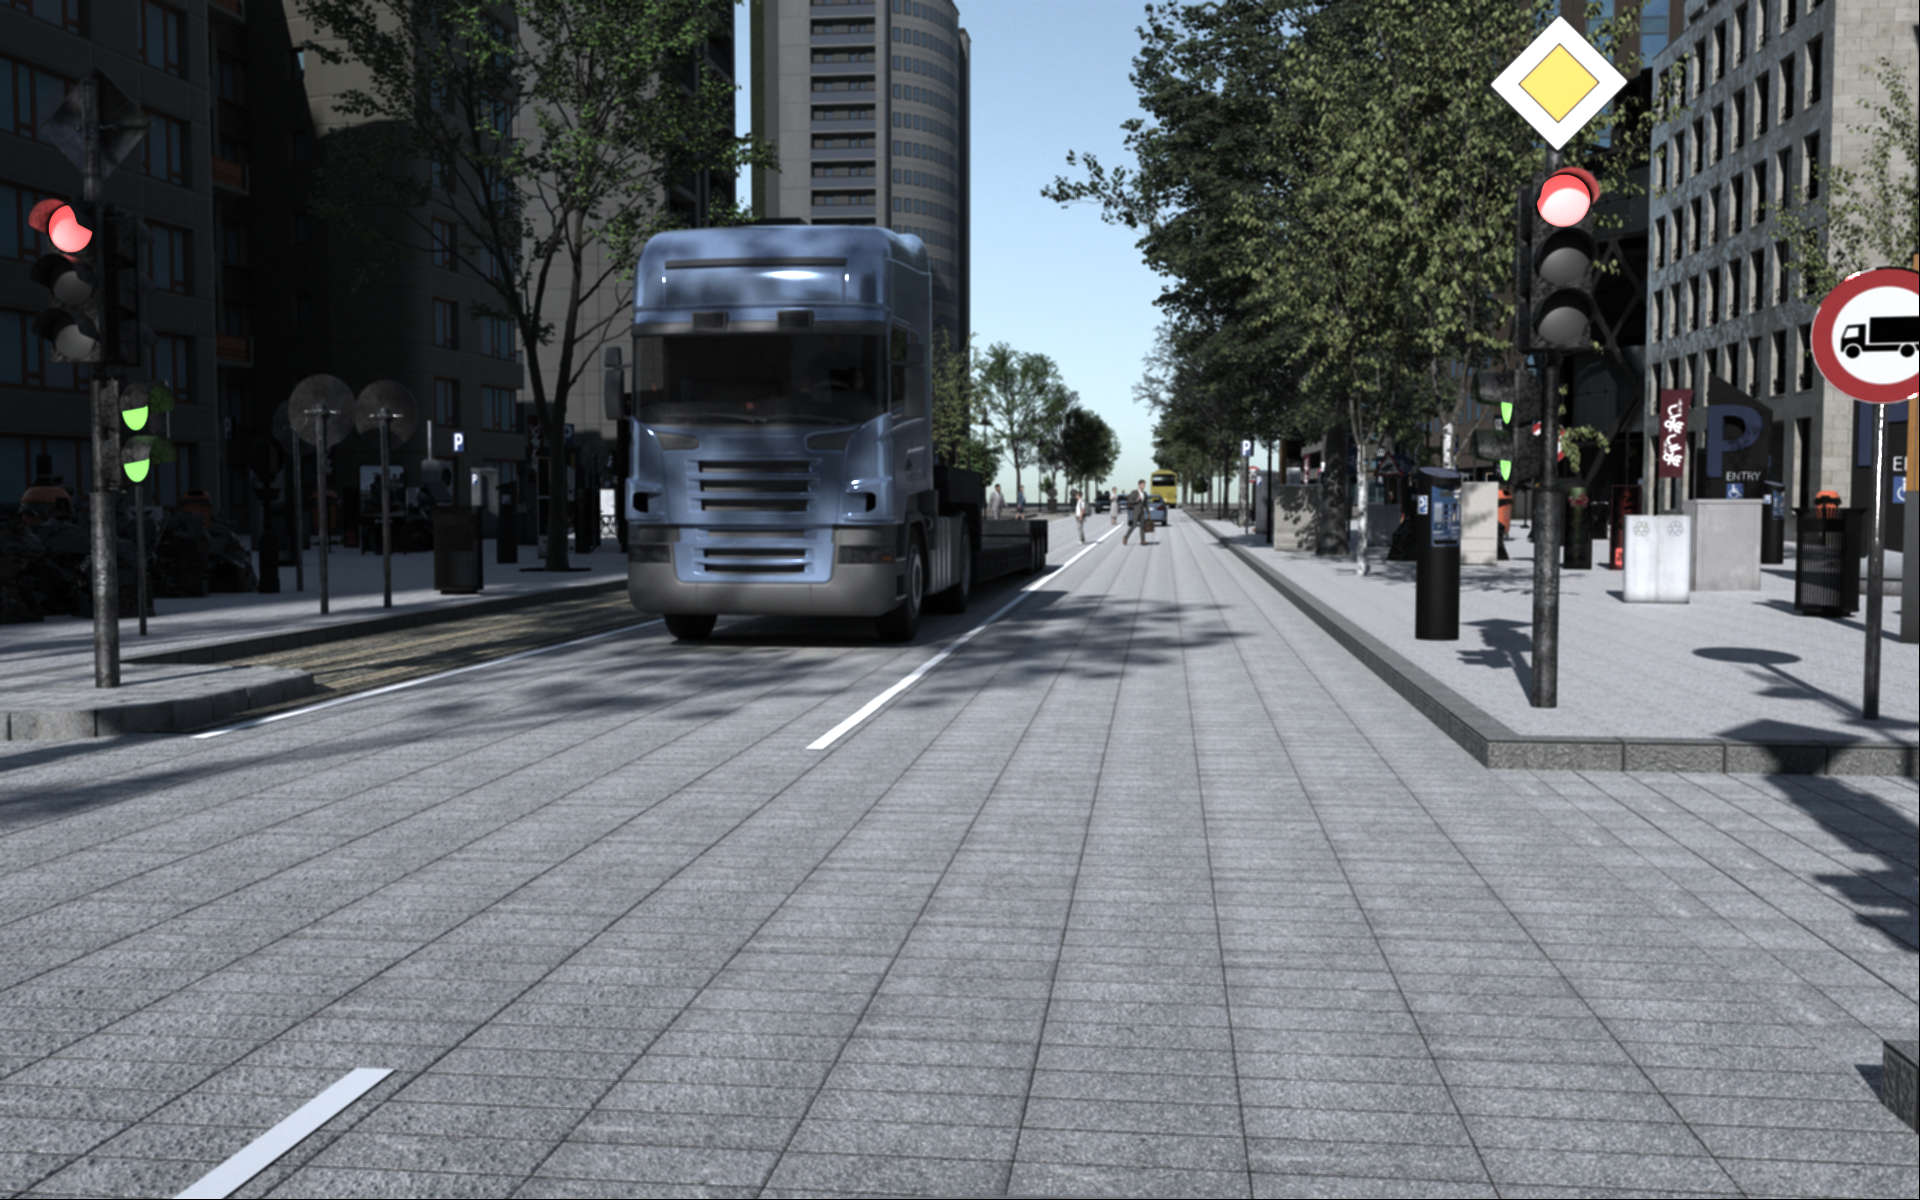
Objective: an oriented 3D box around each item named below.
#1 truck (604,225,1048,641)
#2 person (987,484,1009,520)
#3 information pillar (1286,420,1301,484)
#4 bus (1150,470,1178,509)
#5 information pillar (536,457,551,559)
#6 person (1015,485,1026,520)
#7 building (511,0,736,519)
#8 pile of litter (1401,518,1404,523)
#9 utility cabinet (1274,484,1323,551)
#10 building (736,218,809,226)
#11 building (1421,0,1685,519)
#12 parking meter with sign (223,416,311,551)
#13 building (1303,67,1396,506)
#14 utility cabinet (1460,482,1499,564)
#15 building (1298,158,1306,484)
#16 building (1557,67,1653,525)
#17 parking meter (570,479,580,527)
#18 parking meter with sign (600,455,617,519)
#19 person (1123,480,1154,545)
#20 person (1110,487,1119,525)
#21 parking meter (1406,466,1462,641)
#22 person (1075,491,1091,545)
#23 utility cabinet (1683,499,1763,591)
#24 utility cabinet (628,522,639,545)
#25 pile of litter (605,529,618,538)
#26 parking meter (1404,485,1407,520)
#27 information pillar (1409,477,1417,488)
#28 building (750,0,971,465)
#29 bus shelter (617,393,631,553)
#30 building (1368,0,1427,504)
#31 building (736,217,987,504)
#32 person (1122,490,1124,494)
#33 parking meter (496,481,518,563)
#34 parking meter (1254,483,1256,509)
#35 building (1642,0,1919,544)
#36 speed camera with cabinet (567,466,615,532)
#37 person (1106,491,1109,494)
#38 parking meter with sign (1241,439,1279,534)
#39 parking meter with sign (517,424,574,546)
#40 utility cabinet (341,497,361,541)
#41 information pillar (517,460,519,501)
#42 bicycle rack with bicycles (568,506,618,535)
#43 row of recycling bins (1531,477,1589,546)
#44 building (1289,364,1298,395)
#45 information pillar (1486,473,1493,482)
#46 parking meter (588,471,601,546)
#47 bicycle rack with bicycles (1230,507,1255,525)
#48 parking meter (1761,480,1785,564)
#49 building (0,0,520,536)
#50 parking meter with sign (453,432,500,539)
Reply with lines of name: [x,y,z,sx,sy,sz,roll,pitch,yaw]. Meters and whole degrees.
truck: [-0.724,-2.088,23.892,2.967,4.110,18.799,0,4,7]
person: [1.331,-3.270,62.231,0.678,1.792,0.850,-2,4,-32]
information pillar: [10.335,-3.820,53.816,0.504,3.616,0.183,1,4,23]
bus: [20.582,-11.214,174.888,2.896,3.916,12.252,0,4,7]
information pillar: [-8.217,-1.835,34.488,0.304,2.012,0.304,1,4,12]
person: [2.725,-4.230,77.678,0.581,1.822,0.654,-3,5,-43]
building: [-21.745,-40.349,97.960,20.563,71.187,20.611,0,4,7]
pile of litter: [18.062,-3.559,72.147,1.719,0.858,1.176,0,4,-3]
utility cabinet: [7.599,-1.847,38.872,0.318,1.500,1.173,-3,5,-41]
building: [-22.050,-17.092,124.489,27.650,21.520,28.899,0,4,7]
building: [36.909,-27.966,107.351,14.600,45.320,14.200,0,4,7]
parking meter with sign: [-15.681,-2.630,39.255,1.738,3.016,0.543,-3,5,-42]
building: [50.417,-34.803,192.733,21.300,48.544,21.600,0,4,7]
utility cabinet: [9.129,-1.388,31.371,1.173,1.500,0.318,1,4,17]
building: [53.528,-36.109,214.077,21.300,48.544,21.600,0,4,7]
building: [33.912,-12.623,73.837,16.820,18.784,16.811,0,4,7]
parking meter: [-14.812,-3.723,66.583,0.399,1.863,0.255,0,4,7]
parking meter with sign: [-16.066,-5.029,78.493,0.543,3.016,1.738,-2,4,-30]
person: [4.994,-2.446,48.461,0.622,1.834,0.822,-3,5,-42]
person: [7.242,-4.383,80.726,0.480,1.755,0.524,-3,4,-37]
parking meter: [4.226,-0.421,15.297,0.372,1.533,0.369,0,3,0]
person: [3.443,-2.335,49.268,0.523,1.515,0.503,-3,5,-41]
utility cabinet: [10.122,-0.726,23.024,1.020,1.237,0.306,-1,4,-13]
utility cabinet: [-5.683,-1.434,32.128,0.318,1.500,1.173,2,4,28]
pile of litter: [-9.615,-2.258,50.876,1.719,0.858,1.176,-1,4,-15]
parking meter: [12.837,-2.502,49.322,0.372,1.533,0.369,0,3,0]
information pillar: [19.363,-4.256,74.075,0.304,2.012,0.304,0,4,1]
building: [-10.818,-40.188,199.073,21.231,58.520,28.212,0,4,7]
bus shelter: [-6.296,-3.022,40.697,1.731,3.624,6.357,0,4,7]
building: [43.204,-28.984,128.521,22.147,44.769,28.867,0,4,7]
building: [-13.245,-32.677,226.148,32.217,40.220,23.993,0,4,7]
person: [16.493,-10.163,174.657,0.705,1.826,1.348,2,4,34]
parking meter: [-8.415,-1.452,32.155,0.372,1.533,0.369,0,3,0]
parking meter: [14.455,-4.789,84.009,0.399,1.863,0.255,0,4,5]
building: [28.360,-12.058,51.897,10.420,20.320,16.860,0,4,7]
speed camera with cabinet: [-12.661,-3.903,58.148,2.038,3.252,0.660,-2,4,-30]
person: [16.824,-11.524,196.931,1.348,1.822,0.705,2,4,28]
parking meter with sign: [9.855,-3.614,55.355,1.738,3.016,0.543,-2,4,-27]
parking meter with sign: [-10.460,-2.877,43.292,1.738,3.016,0.543,2,4,31]
utility cabinet: [-16.699,-2.222,47.491,0.306,1.237,1.020,-2,4,-33]
information pillar: [-19.245,-5.105,74.829,0.183,3.616,0.504,1,4,17]
bicycle rack with bicycles: [-11.663,-2.490,54.102,2.925,0.926,2.852,3,5,41]
row of recycling bins: [15.325,-2.262,44.096,1.069,1.692,3.534,0,4,8]
building: [51.375,-28.249,233.570,14.160,30.474,14.107,0,4,7]
information pillar: [18.609,-3.445,60.815,0.304,2.012,0.304,1,4,16]
parking meter: [-8.986,-2.256,42.593,0.255,1.863,0.399,-1,4,-17]
bicycle rack with bicycles: [12.556,-3.572,71.778,2.925,0.926,2.852,2,4,31]
parking meter: [14.928,-1.430,31.799,0.372,1.533,0.369,0,3,0]
building: [-30.963,-12.459,48.750,27.650,21.520,28.899,0,4,7]
parking meter with sign: [-13.576,-3.261,49.574,0.543,3.016,1.738,3,5,41]
